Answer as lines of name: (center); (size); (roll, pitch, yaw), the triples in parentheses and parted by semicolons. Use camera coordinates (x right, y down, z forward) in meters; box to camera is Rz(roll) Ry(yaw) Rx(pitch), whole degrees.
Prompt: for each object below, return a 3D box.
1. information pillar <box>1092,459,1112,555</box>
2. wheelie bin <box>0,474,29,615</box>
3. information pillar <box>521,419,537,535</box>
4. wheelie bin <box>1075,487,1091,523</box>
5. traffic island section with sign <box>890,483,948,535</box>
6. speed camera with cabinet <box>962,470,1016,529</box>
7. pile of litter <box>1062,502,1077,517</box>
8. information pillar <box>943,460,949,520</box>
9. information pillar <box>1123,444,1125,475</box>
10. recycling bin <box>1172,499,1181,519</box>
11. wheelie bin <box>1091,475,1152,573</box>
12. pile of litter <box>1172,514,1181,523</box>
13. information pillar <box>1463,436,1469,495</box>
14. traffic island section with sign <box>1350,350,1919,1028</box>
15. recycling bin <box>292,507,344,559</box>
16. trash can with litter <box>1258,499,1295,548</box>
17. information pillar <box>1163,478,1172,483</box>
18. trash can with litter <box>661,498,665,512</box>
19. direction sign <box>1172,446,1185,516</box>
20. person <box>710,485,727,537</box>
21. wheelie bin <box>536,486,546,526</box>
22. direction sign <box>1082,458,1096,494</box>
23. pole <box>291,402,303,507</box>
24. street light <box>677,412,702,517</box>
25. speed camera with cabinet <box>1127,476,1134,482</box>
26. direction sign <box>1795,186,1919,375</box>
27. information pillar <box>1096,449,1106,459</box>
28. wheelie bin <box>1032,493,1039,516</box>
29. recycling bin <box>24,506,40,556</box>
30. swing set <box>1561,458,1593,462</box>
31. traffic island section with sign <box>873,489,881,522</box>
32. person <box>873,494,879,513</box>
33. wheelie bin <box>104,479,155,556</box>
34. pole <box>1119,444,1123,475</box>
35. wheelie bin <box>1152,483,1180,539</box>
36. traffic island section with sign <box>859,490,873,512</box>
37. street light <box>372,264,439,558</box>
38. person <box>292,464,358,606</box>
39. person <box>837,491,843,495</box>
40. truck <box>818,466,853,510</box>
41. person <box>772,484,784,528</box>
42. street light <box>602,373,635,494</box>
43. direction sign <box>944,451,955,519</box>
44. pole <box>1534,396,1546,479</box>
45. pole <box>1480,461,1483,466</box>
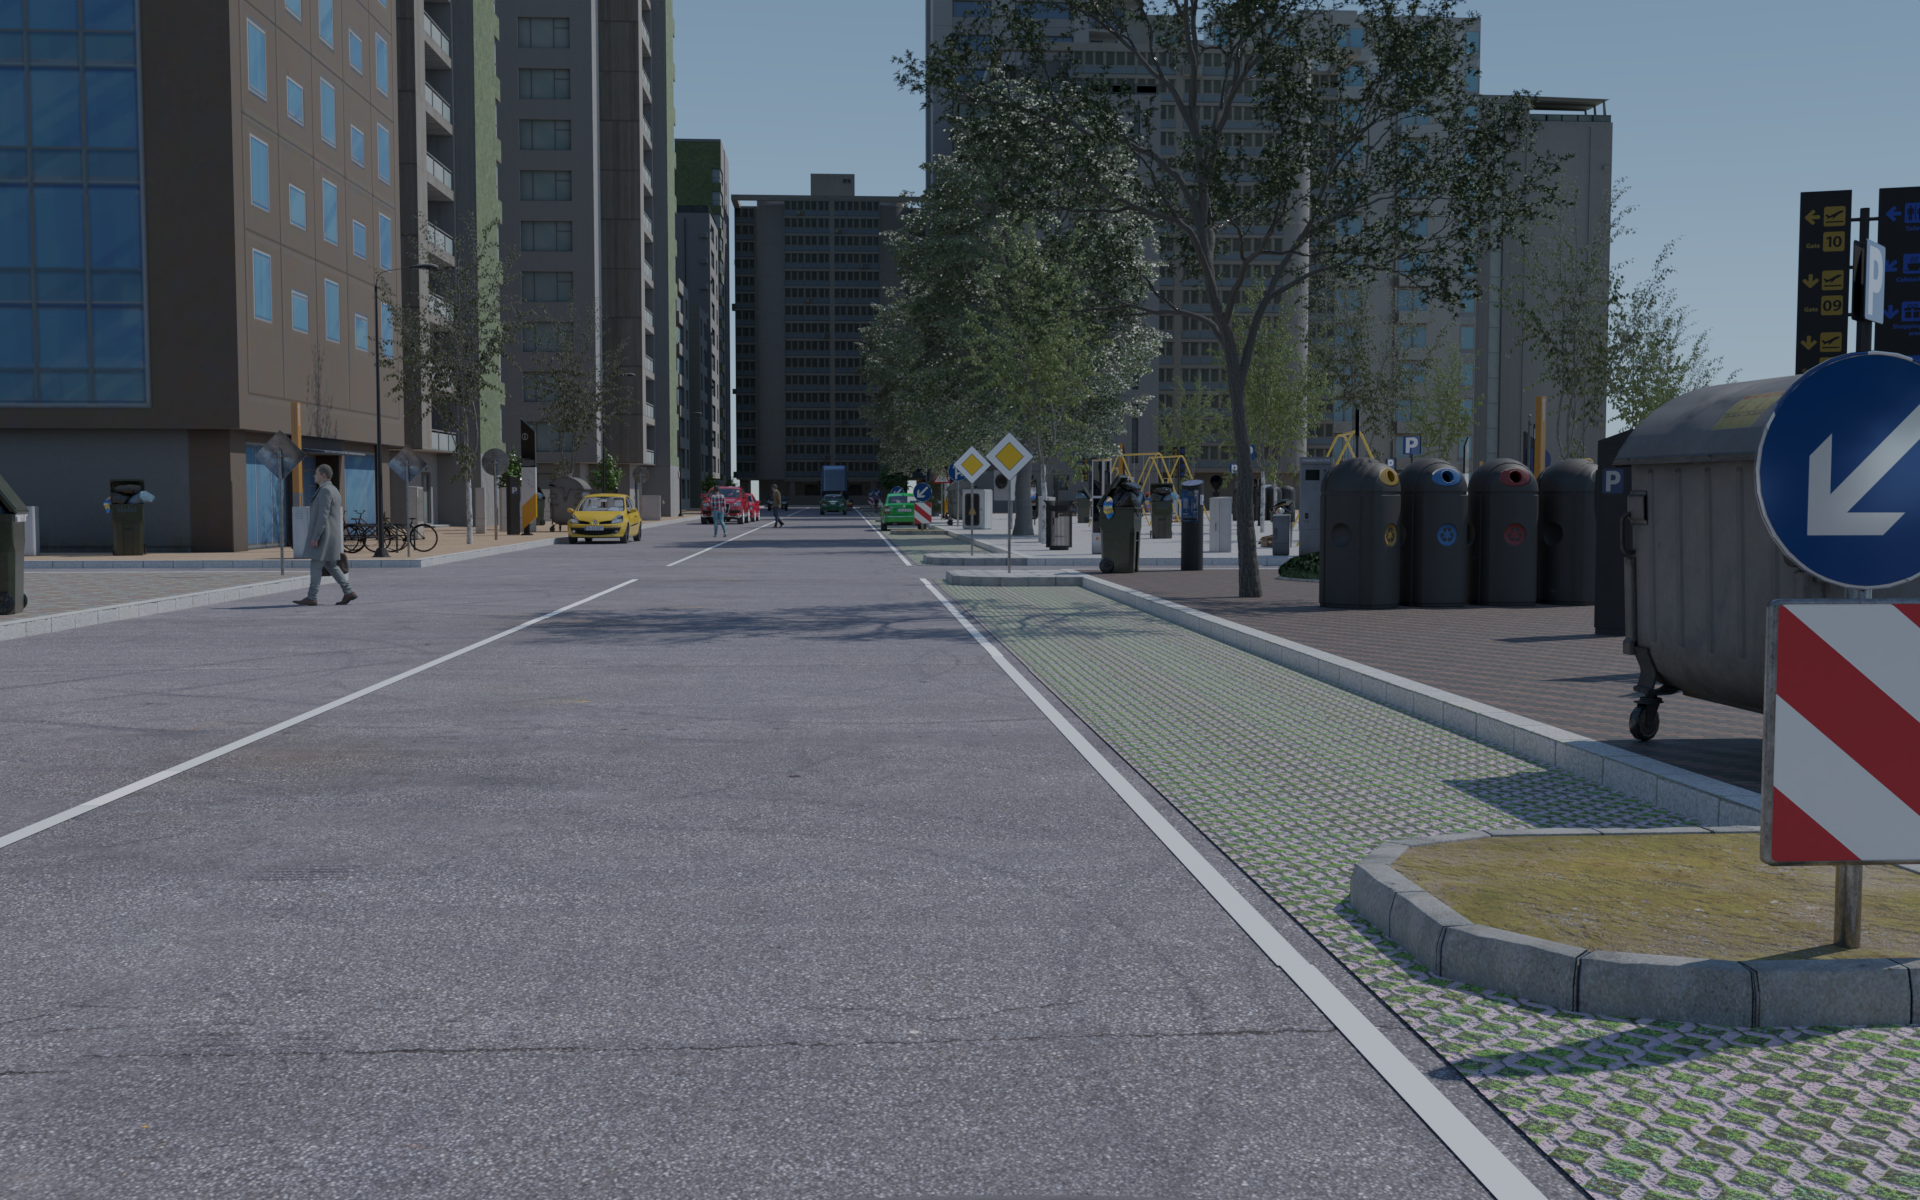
information pillar: (3.007, -1.977, 36.822); (0.304, 2.012, 0.304); (3, 5, 40)
wheelie bin: (-10.381, -0.647, 18.489); (0.693, 1.594, 0.980); (-1, 4, -17)
information pillar: (-13.371, -3.812, 53.682); (0.504, 3.616, 0.183); (1, 4, 12)
wheelie bin: (5.464, -4.198, 76.549); (0.693, 1.594, 0.980); (1, 4, 11)
traffic island section with sign: (-1.466, -3.216, 61.204); (1.989, 1.847, 2.006); (0, 4, -4)
speed camera with cabinet: (1.071, -4.208, 63.141); (2.038, 3.252, 0.660); (2, 4, 34)
pile of litter: (6.233, -5.243, 99.681); (1.176, 0.858, 1.719); (1, 4, 18)
information pillar: (-0.656, -5.814, 86.420); (0.183, 3.616, 0.504); (-1, 4, -20)
information pillar: (7.597, -5.460, 80.631); (0.183, 3.616, 0.504); (0, 4, -3)
recycling bin: (10.429, -4.375, 84.091); (0.722, 1.027, 0.722); (0, 4, -7)
wheelie bin: (2.647, -1.247, 28.294); (0.693, 1.594, 0.980); (1, 4, 19)
pile of litter: (9.541, -3.929, 78.211); (1.719, 0.858, 1.176); (0, 4, 1)
information pillar: (20.457, -4.813, 70.052); (0.183, 3.616, 0.504); (2, 4, 34)
traffic island section with sign: (2.369, 0.186, 5.580); (1.989, 1.847, 2.006); (0, 4, -4)
recycling bin: (-12.842, -1.352, 34.651); (0.722, 1.027, 0.722); (1, 4, 11)
trash can with litter: (7.525, -1.837, 41.427); (0.624, 1.170, 1.055); (-2, 4, -30)
information pillar: (9.540, -4.595, 79.616); (0.304, 2.012, 0.304); (-3, 5, -43)
trash can with litter: (-15.021, -4.547, 85.732); (0.624, 1.170, 1.055); (0, 4, 2)
direction sign: (10.421, -5.540, 82.578); (0.379, 3.537, 0.876); (-2, 4, -33)
person: (-8.076, -2.964, 57.798); (0.563, 1.720, 0.643); (-2, 4, -27)
wheelie bin: (-17.276, -3.822, 70.392); (0.980, 1.594, 0.693); (2, 4, 34)
direction sign: (8.027, -7.068, 107.565); (0.876, 3.537, 0.379); (1, 4, 18)
pole: (-14.758, -2.735, 38.566); (0.158, 3.312, 0.155); (0, 3, 0)
street light: (-15.359, -7.701, 98.455); (1.470, 5.913, 1.316); (0, 4, -4)
speed camera with cabinet: (7.970, -5.788, 88.965); (2.038, 3.252, 0.660); (-2, 4, -33)
direction sign: (6.715, -1.281, 12.949); (0.876, 3.537, 0.379); (1, 4, 18)
information pillar: (6.840, -5.674, 84.122); (0.504, 3.616, 0.183); (-1, 4, -12)
wheelie bin: (4.278, -5.669, 100.598); (0.693, 1.594, 0.980); (0, 4, -4)
recycling bin: (-19.498, -1.424, 35.837); (0.722, 1.027, 0.722); (-1, 4, -21)
swing set: (27.408, -4.871, 77.259); (2.862, 2.851, 3.119); (0, 4, -3)
traffic island section with sign: (-3.305, -4.860, 88.096); (1.989, 1.847, 2.006); (0, 4, -4)
person: (-6.279, -7.222, 129.808); (0.421, 1.427, 0.697); (1, 4, 12)
wheelie bin: (-17.338, -1.728, 36.164); (0.980, 1.594, 0.693); (-2, 4, -23)
pole: (6.486, -4.654, 69.933); (0.158, 3.312, 0.155); (0, 3, 0)
wheelie bin: (5.834, -2.566, 49.869); (0.980, 1.594, 0.693); (0, 4, 3)
traffic island section with sign: (-8.561, -9.540, 164.607); (1.989, 1.847, 2.006); (0, 4, -4)
street light: (-11.207, -3.821, 35.019); (1.470, 5.913, 1.316); (0, 4, -4)
person: (-8.176, -0.835, 22.252); (0.767, 1.812, 0.694); (0, 4, -6)
person: (-9.884, -8.209, 143.527); (0.445, 1.727, 0.742); (1, 4, 17)
truck: (-11.348, -10.309, 158.309); (2.967, 4.110, 18.799); (0, 4, -6)
person: (-7.705, -3.936, 72.768); (0.656, 1.842, 0.836); (2, 4, 34)
street light: (-13.185, -5.759, 66.704); (1.470, 5.913, 1.316); (0, 4, -4)
direction sign: (-0.551, -6.019, 90.403); (0.379, 3.537, 0.876); (-3, 5, -41)
pole: (12.118, -2.592, 36.223); (0.158, 3.312, 0.155); (0, 3, 0)
pole: (32.374, -6.962, 107.671); (0.158, 3.312, 0.155); (0, 3, 0)
